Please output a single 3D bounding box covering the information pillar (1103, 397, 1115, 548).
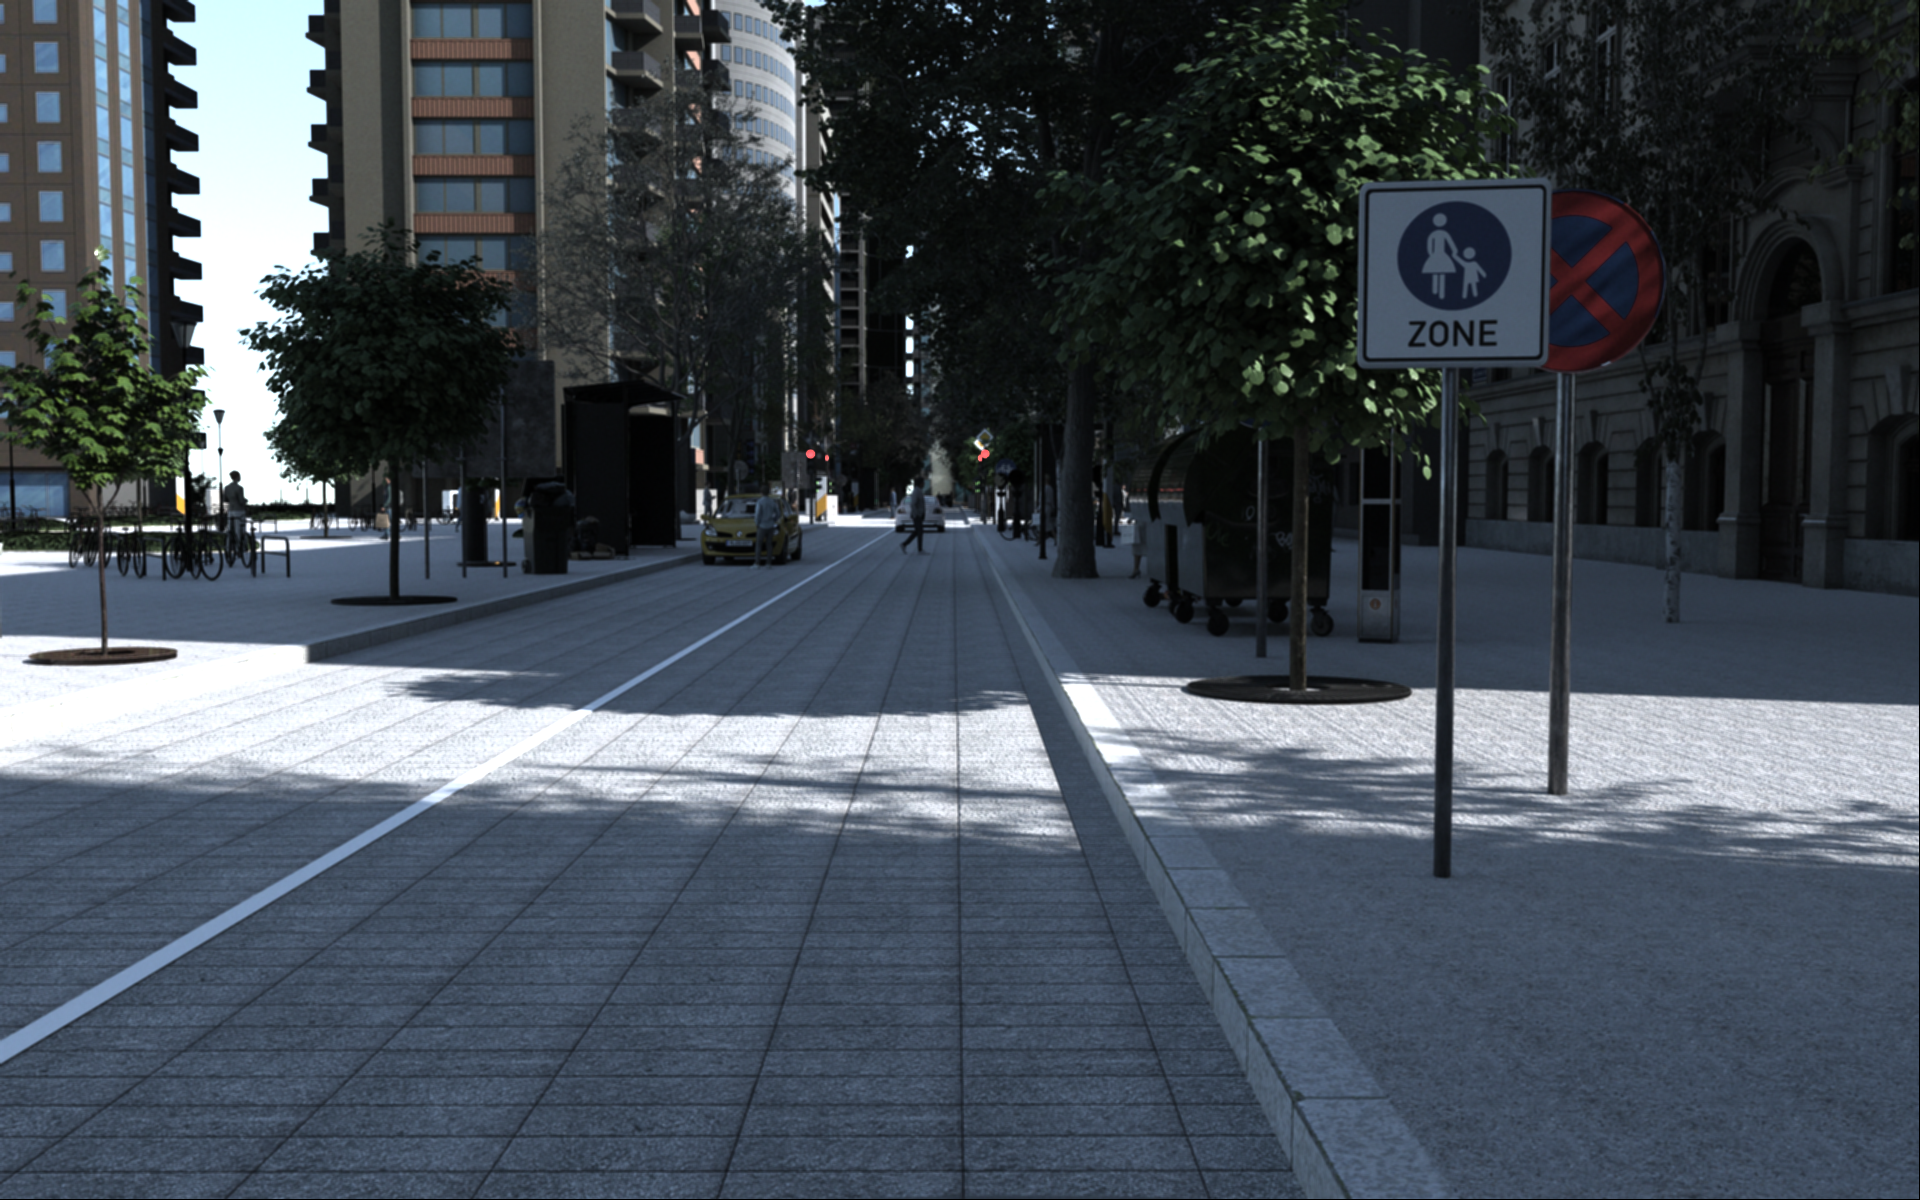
[{"bbox_3d":[3.528,-3.050,41.225,0.183,3.616,0.504,2,4,25],"label":"information pillar"}]

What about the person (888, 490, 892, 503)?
[{"bbox_3d":[-7.252,-10.637,180.680,0.721,1.736,1.217,-2,4,-27],"label":"person"}]

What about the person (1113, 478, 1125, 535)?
[{"bbox_3d":[4.973,-2.968,54.674,0.391,1.810,0.635,2,4,24],"label":"person"}]

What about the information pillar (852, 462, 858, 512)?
[{"bbox_3d":[-7.459,-8.035,122.733,0.504,3.616,0.183,0,4,2],"label":"information pillar"}]

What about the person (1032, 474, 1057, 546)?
[{"bbox_3d":[2.141,-2.229,42.833,0.624,1.780,0.694,3,5,41],"label":"person"}]

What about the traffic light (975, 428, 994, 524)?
[{"bbox_3d":[1.044,-5.192,73.816,0.839,4.253,0.868,0,4,0],"label":"traffic light"}]

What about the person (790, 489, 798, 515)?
[{"bbox_3d":[-9.844,-5.951,103.299,0.822,1.834,0.622,-3,5,-44],"label":"person"}]

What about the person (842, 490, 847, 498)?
[{"bbox_3d":[-12.322,-10.683,181.431,0.721,1.735,1.217,3,5,41],"label":"person"}]

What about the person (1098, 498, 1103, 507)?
[{"bbox_3d":[9.613,-6.760,119.160,0.523,1.515,0.503,-1,4,-22],"label":"person"}]

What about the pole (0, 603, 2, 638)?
[{"bbox_3d":[-8.624,-1.310,15.258,0.158,3.312,0.155,0,3,0],"label":"pole"}]

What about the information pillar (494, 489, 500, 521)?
[{"bbox_3d":[-22.341,-5.639,83.549,0.183,3.616,0.504,0,4,1],"label":"information pillar"}]

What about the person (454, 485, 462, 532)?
[{"bbox_3d":[-16.799,-3.189,58.456,0.793,1.790,0.793,1,4,18],"label":"person"}]

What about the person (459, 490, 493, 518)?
[{"bbox_3d":[-11.341,-2.099,40.639,0.678,1.792,0.850,-3,4,-37],"label":"person"}]

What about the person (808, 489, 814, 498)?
[{"bbox_3d":[-12.256,-8.284,142.030,0.519,1.759,0.362,-1,4,-14],"label":"person"}]

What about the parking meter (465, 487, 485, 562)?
[{"bbox_3d":[-9.227,-1.499,32.922,0.372,1.533,0.369,0,3,0],"label":"parking meter"}]

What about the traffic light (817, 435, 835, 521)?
[{"bbox_3d":[-6.344,-5.678,81.760,0.839,4.253,0.868,0,4,0],"label":"traffic light"}]

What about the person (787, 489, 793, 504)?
[{"bbox_3d":[-14.197,-8.526,145.536,0.679,1.850,0.850,-1,4,-16],"label":"person"}]

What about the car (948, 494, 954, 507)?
[{"bbox_3d":[-1.733,-11.548,198.598,2.009,1.686,4.222,0,4,1],"label":"car"}]

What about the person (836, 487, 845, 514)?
[{"bbox_3d":[-7.925,-6.559,113.685,0.661,1.777,0.834,-3,4,-36],"label":"person"}]

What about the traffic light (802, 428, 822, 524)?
[{"bbox_3d":[-6.317,-5.190,73.775,0.839,4.253,0.868,0,4,0],"label":"traffic light"}]

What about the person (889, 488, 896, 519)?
[{"bbox_3d":[-3.857,-5.541,99.282,0.419,1.800,0.721,0,4,-4],"label":"person"}]

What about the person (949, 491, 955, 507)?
[{"bbox_3d":[-1.011,-10.942,188.124,1.217,1.735,0.721,2,4,29],"label":"person"}]

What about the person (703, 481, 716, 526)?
[{"bbox_3d":[-10.138,-3.910,70.173,0.583,1.804,0.606,0,4,-6],"label":"person"}]

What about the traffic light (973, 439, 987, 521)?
[{"bbox_3d":[1.017,-5.681,81.801,0.839,4.253,0.868,0,4,0],"label":"traffic light"}]

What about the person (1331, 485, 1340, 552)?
[{"bbox_3d":[8.292,-1.980,38.682,0.520,1.790,0.573,3,4,38],"label":"person"}]

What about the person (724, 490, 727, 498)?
[{"bbox_3d":[-12.402,-5.231,91.849,0.573,1.790,0.520,2,4,25],"label":"person"}]

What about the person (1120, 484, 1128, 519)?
[{"bbox_3d":[8.381,-5.057,88.898,0.466,1.800,0.511,2,4,27],"label":"person"}]

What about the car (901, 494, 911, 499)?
[{"bbox_3d":[-4.964,-10.142,174.614,1.959,1.807,4.718,0,4,1],"label":"car"}]

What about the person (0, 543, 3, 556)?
[{"bbox_3d":[-19.769,-1.738,35.218,0.760,1.731,0.466,1,4,12],"label":"person"}]

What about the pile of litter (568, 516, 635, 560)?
[{"bbox_3d":[-7.255,-1.219,33.888,1.719,0.858,1.176,0,4,4],"label":"pile of litter"}]

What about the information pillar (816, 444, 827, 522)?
[{"bbox_3d":[-6.484,-5.474,80.851,0.504,3.616,0.183,0,4,7],"label":"information pillar"}]

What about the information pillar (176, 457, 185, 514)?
[{"bbox_3d":[-36.696,-5.525,81.680,0.504,3.616,0.183,-2,4,-25],"label":"information pillar"}]

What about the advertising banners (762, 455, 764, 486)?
[{"bbox_3d":[-8.033,-4.568,70.869,0.090,3.025,2.074,0,4,-7],"label":"advertising banners"}]

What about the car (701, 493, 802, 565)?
[{"bbox_3d":[-4.344,-1.599,36.364,2.015,1.641,3.980,0,4,1],"label":"car"}]

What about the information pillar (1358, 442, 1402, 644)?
[{"bbox_3d":[3.630,-0.640,14.956,0.304,2.012,0.304,2,4,27],"label":"information pillar"}]

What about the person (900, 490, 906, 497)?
[{"bbox_3d":[-7.660,-13.955,234.201,1.348,1.824,0.705,-1,4,-12],"label":"person"}]

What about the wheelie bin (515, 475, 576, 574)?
[{"bbox_3d":[-6.642,-1.224,27.918,0.980,1.594,0.693,-2,4,-34],"label":"wheelie bin"}]

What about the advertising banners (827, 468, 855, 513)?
[{"bbox_3d":[-8.235,-7.483,118.539,2.074,3.025,0.090,-1,4,-11],"label":"advertising banners"}]

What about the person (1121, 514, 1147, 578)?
[{"bbox_3d":[2.810,-1.205,26.098,0.694,1.780,0.624,-2,4,-23],"label":"person"}]

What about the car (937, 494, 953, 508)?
[{"bbox_3d":[-1.771,-10.600,183.099,2.009,1.686,4.222,0,4,-1],"label":"car"}]

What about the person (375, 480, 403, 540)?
[{"bbox_3d":[-15.498,-2.504,46.975,0.713,1.824,0.794,0,4,1],"label":"person"}]

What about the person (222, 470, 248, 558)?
[{"bbox_3d":[-14.484,-1.720,34.719,0.519,1.759,0.362,1,4,19],"label":"person"}]

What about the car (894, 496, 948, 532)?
[{"bbox_3d":[-1.502,-3.290,66.145,2.083,1.381,4.827,0,4,0],"label":"car"}]

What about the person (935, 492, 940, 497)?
[{"bbox_3d":[-2.877,-13.598,231.544,1.217,1.736,0.721,2,4,30],"label":"person"}]
